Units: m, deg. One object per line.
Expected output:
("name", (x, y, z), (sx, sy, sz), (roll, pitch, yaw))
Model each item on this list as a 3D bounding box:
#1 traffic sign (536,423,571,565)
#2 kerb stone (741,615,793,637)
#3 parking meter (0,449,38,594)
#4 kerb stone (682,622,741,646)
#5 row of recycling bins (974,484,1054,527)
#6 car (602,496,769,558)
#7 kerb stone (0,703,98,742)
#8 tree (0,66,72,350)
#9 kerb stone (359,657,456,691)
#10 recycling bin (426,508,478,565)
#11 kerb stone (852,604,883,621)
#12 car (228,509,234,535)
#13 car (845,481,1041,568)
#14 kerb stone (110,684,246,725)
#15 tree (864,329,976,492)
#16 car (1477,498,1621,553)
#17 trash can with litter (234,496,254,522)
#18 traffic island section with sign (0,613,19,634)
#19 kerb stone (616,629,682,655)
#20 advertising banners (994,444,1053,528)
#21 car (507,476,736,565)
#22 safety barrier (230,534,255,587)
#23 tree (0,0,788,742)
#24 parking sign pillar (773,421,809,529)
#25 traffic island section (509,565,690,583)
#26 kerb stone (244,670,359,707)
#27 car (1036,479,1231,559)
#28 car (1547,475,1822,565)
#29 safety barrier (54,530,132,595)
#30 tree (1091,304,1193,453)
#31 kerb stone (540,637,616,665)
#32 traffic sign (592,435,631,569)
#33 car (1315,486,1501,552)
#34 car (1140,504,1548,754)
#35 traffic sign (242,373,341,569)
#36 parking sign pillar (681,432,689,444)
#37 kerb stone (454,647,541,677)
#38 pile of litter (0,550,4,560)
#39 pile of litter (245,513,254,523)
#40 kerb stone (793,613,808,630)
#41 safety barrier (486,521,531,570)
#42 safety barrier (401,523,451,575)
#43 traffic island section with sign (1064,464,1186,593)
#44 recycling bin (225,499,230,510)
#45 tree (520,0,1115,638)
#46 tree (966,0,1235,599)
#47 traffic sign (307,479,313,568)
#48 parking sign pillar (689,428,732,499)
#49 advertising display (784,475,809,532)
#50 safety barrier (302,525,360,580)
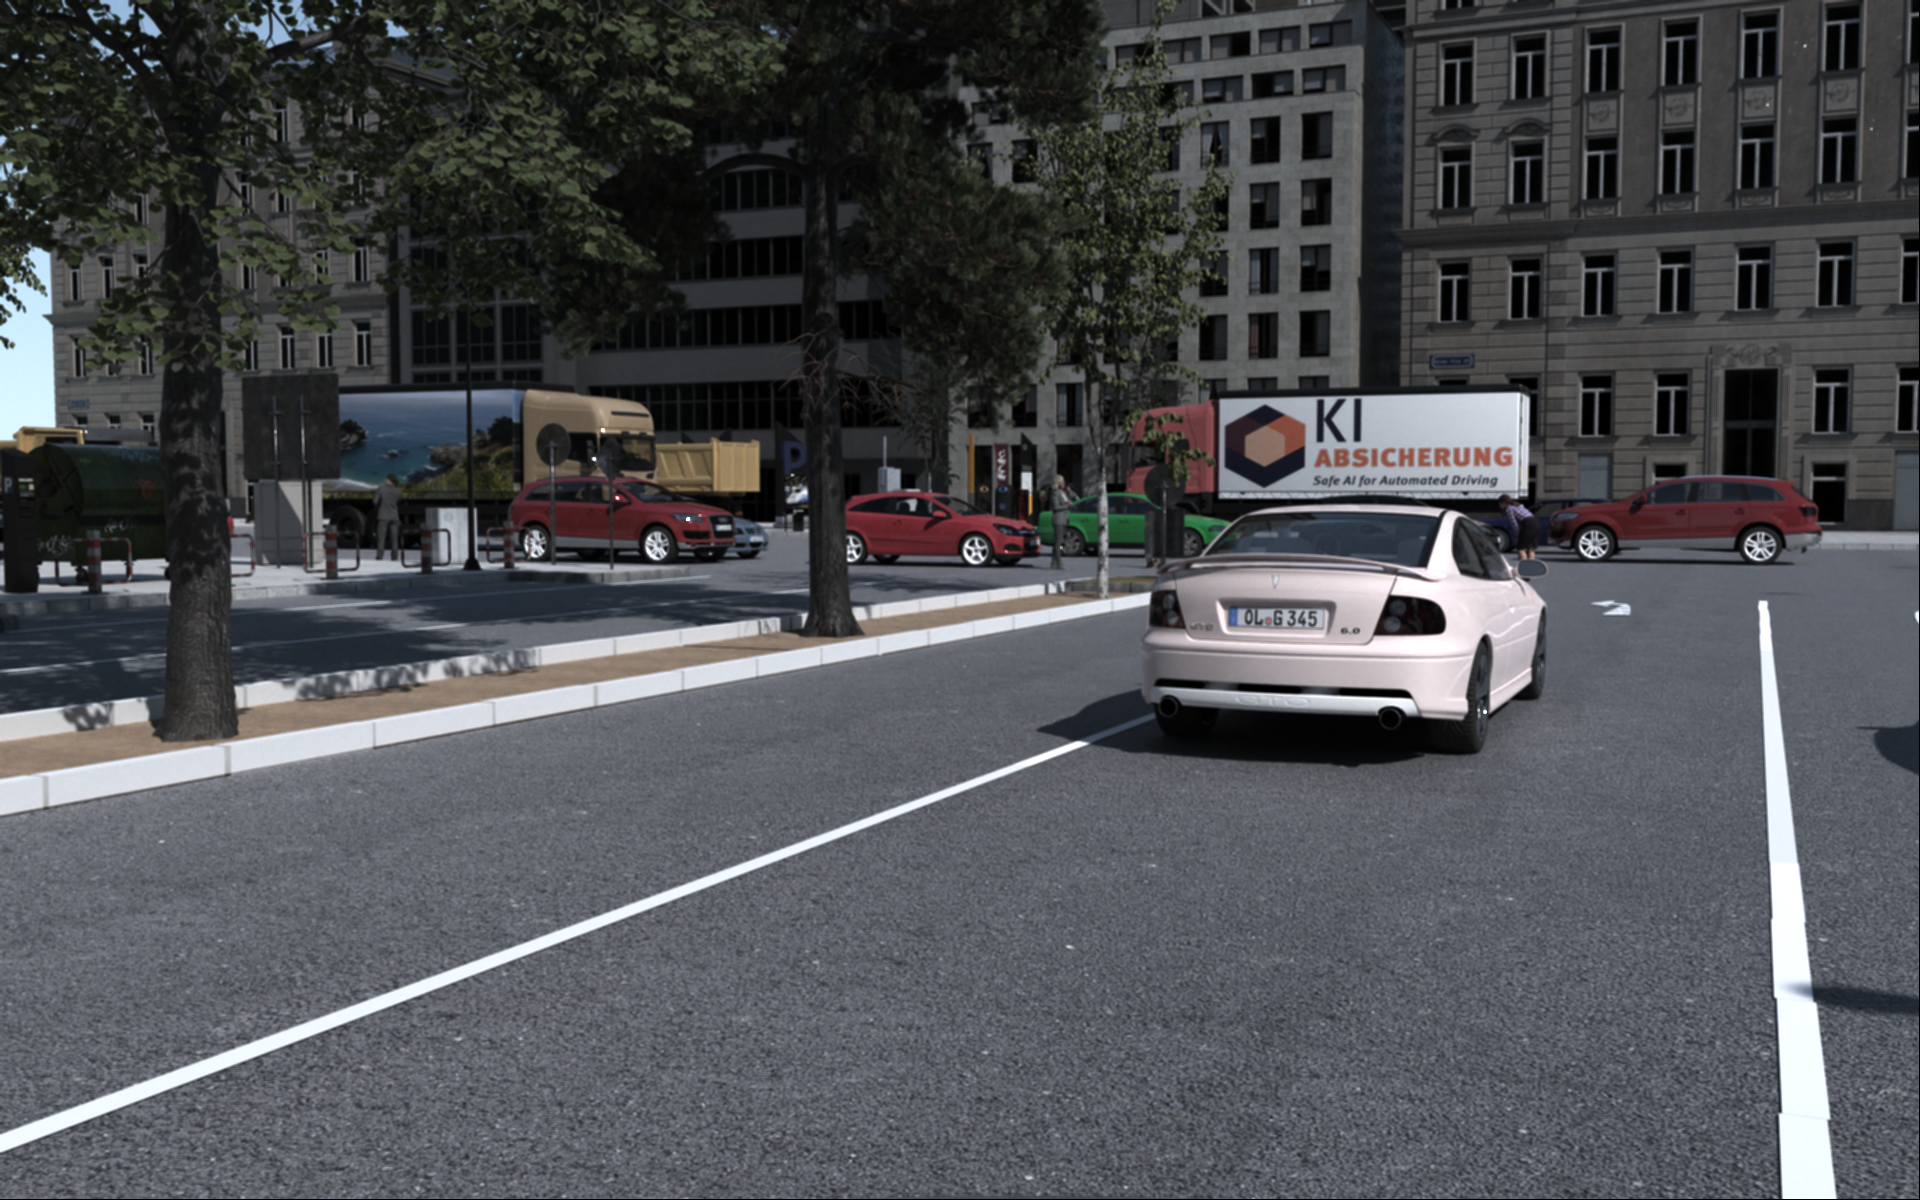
("traffic sign", (-7.355, -1.905, 31.261), (0.768, 2.556, 0.104), (2, 4, 25))
("kerb stone", (-2.039, 0.277, 17.681), (0.120, 0.150, 1.000), (2, 4, 25))
("parking meter", (-12.185, -1.023, 22.440), (0.399, 1.863, 0.255), (2, 4, 31))
("kerb stone", (-2.464, 0.333, 16.747), (0.120, 0.150, 1.000), (2, 4, 25))
("row of recycling bins", (2.155, -3.738, 68.237), (3.534, 1.692, 1.069), (1, 4, 14))
("car", (-6.443, -1.646, 38.908), (4.499, 1.417, 2.014), (2, 4, 26))
("kerb stone", (-5.473, 0.736, 10.179), (0.120, 0.150, 1.000), (2, 4, 25))
("tree", (-15.642, -4.662, 26.588), (4.737, 8.622, 4.395), (0, 3, 0))
("kerb stone", (-4.187, 0.567, 12.990), (0.120, 0.150, 1.000), (2, 4, 25))
("recycling bin", (-9.251, -1.160, 31.524), (0.722, 1.027, 0.722), (-3, 4, -36))
("kerb stone", (-1.179, 0.163, 19.543), (0.120, 0.150, 1.000), (2, 4, 25))
("car", (-21.236, -2.230, 45.493), (4.494, 1.783, 2.155), (1, 4, 23))
("car", (-0.532, -1.584, 34.943), (4.494, 1.783, 2.155), (2, 4, 24))
("kerb stone", (-5.045, 0.681, 11.126), (0.120, 0.150, 1.000), (2, 4, 25))
("tree", (-1.225, -6.905, 63.265), (4.360, 8.622, 3.978), (0, 3, 0))
("car", (14.333, -1.793, 41.898), (3.894, 1.354, 1.945), (2, 4, 26))
("trash can with litter", (-32.603, -4.191, 79.576), (1.678, 1.210, 2.233), (-1, 4, -15))
("traffic island section with sign", (-10.940, -0.559, 17.763), (1.989, 1.847, 2.006), (2, 4, 25))
("kerb stone", (-2.891, 0.391, 15.814), (0.120, 0.150, 1.000), (2, 4, 25))
("advertising banners", (2.176, -3.897, 59.902), (2.074, 3.025, 0.090), (1, 4, 14))
("car", (-7.180, -1.716, 36.723), (5.304, 1.827, 2.281), (2, 4, 26))
("safety barrier", (-10.220, -0.594, 23.989), (0.300, 0.817, 1.120), (2, 4, 25))
("tree", (-4.388, -5.481, 10.207), (7.486, 12.596, 7.792), (0, 3, 0))
("parking sign pillar", (-6.196, -4.619, 63.987), (1.447, 3.967, 1.447), (3, 5, 45))
("traffic island section", (-5.948, -0.441, 29.489), (2.009, 0.180, 2.903), (2, 4, 25))
("kerb stone", (-4.612, 0.620, 12.056), (0.120, 0.150, 1.000), (2, 4, 25))
("car", (4.074, -1.883, 39.579), (4.718, 1.807, 1.959), (1, 4, 23))
("car", (15.100, -1.687, 36.254), (5.304, 1.827, 2.281), (2, 4, 24))
("safety barrier", (-11.069, -0.481, 22.143), (0.300, 0.817, 1.120), (2, 4, 25))
("tree", (7.114, -7.094, 66.351), (4.360, 8.622, 3.978), (0, 3, 0))
("kerb stone", (-3.326, 0.447, 14.880), (0.120, 0.150, 1.000), (2, 4, 25))
("traffic sign", (-5.923, -1.576, 29.417), (0.795, 2.450, 0.064), (2, 4, 25))
("car", (9.342, -1.660, 36.922), (4.222, 1.686, 2.009), (1, 4, 23))
("car", (2.628, 0.073, 11.164), (2.083, 1.381, 4.827), (2, 4, 25))
("traffic sign", (-11.479, -2.190, 29.678), (2.265, 3.308, 0.079), (2, 4, 26))
("parking sign pillar", (-11.605, -5.359, 76.088), (1.447, 3.967, 1.447), (3, 4, 37))
("kerb stone", (-3.757, 0.506, 13.928), (0.120, 0.150, 1.000), (2, 4, 25))
("pile of litter", (-19.366, -1.242, 34.274), (1.719, 0.858, 1.176), (3, 5, 41))
("pile of litter", (-30.673, -3.810, 76.254), (1.719, 0.858, 1.176), (-3, 4, -38))
("kerb stone", (-1.603, 0.219, 18.610), (0.120, 0.150, 1.000), (2, 4, 25))
("safety barrier", (-7.687, -0.932, 29.514), (0.300, 0.817, 1.120), (2, 4, 25))
("safety barrier", (-8.529, -0.820, 27.681), (0.300, 0.817, 1.120), (2, 4, 25))
("traffic island section with sign", (2.843, -1.076, 25.736), (2.006, 1.907, 1.989), (2, 4, 25))
("recycling bin", (-37.862, -4.651, 88.605), (0.722, 1.027, 0.722), (0, 4, 4))
("tree", (-1.384, -5.664, 17.122), (6.751, 12.117, 7.091), (0, 3, 0))
("tree", (1.879, -4.299, 23.109), (4.737, 8.622, 4.395), (0, 3, 0))
("traffic sign", (-11.233, -1.830, 29.920), (0.884, 2.594, 0.081), (2, 4, 25))
("parking sign pillar", (-9.782, -4.973, 69.785), (1.447, 3.967, 1.447), (2, 4, 35))
("advertising display", (-5.519, -3.291, 59.020), (0.974, 1.923, 0.123), (-1, 4, -17))
("safety barrier", (-9.377, -0.707, 25.838), (0.300, 0.817, 1.120), (2, 4, 25))
